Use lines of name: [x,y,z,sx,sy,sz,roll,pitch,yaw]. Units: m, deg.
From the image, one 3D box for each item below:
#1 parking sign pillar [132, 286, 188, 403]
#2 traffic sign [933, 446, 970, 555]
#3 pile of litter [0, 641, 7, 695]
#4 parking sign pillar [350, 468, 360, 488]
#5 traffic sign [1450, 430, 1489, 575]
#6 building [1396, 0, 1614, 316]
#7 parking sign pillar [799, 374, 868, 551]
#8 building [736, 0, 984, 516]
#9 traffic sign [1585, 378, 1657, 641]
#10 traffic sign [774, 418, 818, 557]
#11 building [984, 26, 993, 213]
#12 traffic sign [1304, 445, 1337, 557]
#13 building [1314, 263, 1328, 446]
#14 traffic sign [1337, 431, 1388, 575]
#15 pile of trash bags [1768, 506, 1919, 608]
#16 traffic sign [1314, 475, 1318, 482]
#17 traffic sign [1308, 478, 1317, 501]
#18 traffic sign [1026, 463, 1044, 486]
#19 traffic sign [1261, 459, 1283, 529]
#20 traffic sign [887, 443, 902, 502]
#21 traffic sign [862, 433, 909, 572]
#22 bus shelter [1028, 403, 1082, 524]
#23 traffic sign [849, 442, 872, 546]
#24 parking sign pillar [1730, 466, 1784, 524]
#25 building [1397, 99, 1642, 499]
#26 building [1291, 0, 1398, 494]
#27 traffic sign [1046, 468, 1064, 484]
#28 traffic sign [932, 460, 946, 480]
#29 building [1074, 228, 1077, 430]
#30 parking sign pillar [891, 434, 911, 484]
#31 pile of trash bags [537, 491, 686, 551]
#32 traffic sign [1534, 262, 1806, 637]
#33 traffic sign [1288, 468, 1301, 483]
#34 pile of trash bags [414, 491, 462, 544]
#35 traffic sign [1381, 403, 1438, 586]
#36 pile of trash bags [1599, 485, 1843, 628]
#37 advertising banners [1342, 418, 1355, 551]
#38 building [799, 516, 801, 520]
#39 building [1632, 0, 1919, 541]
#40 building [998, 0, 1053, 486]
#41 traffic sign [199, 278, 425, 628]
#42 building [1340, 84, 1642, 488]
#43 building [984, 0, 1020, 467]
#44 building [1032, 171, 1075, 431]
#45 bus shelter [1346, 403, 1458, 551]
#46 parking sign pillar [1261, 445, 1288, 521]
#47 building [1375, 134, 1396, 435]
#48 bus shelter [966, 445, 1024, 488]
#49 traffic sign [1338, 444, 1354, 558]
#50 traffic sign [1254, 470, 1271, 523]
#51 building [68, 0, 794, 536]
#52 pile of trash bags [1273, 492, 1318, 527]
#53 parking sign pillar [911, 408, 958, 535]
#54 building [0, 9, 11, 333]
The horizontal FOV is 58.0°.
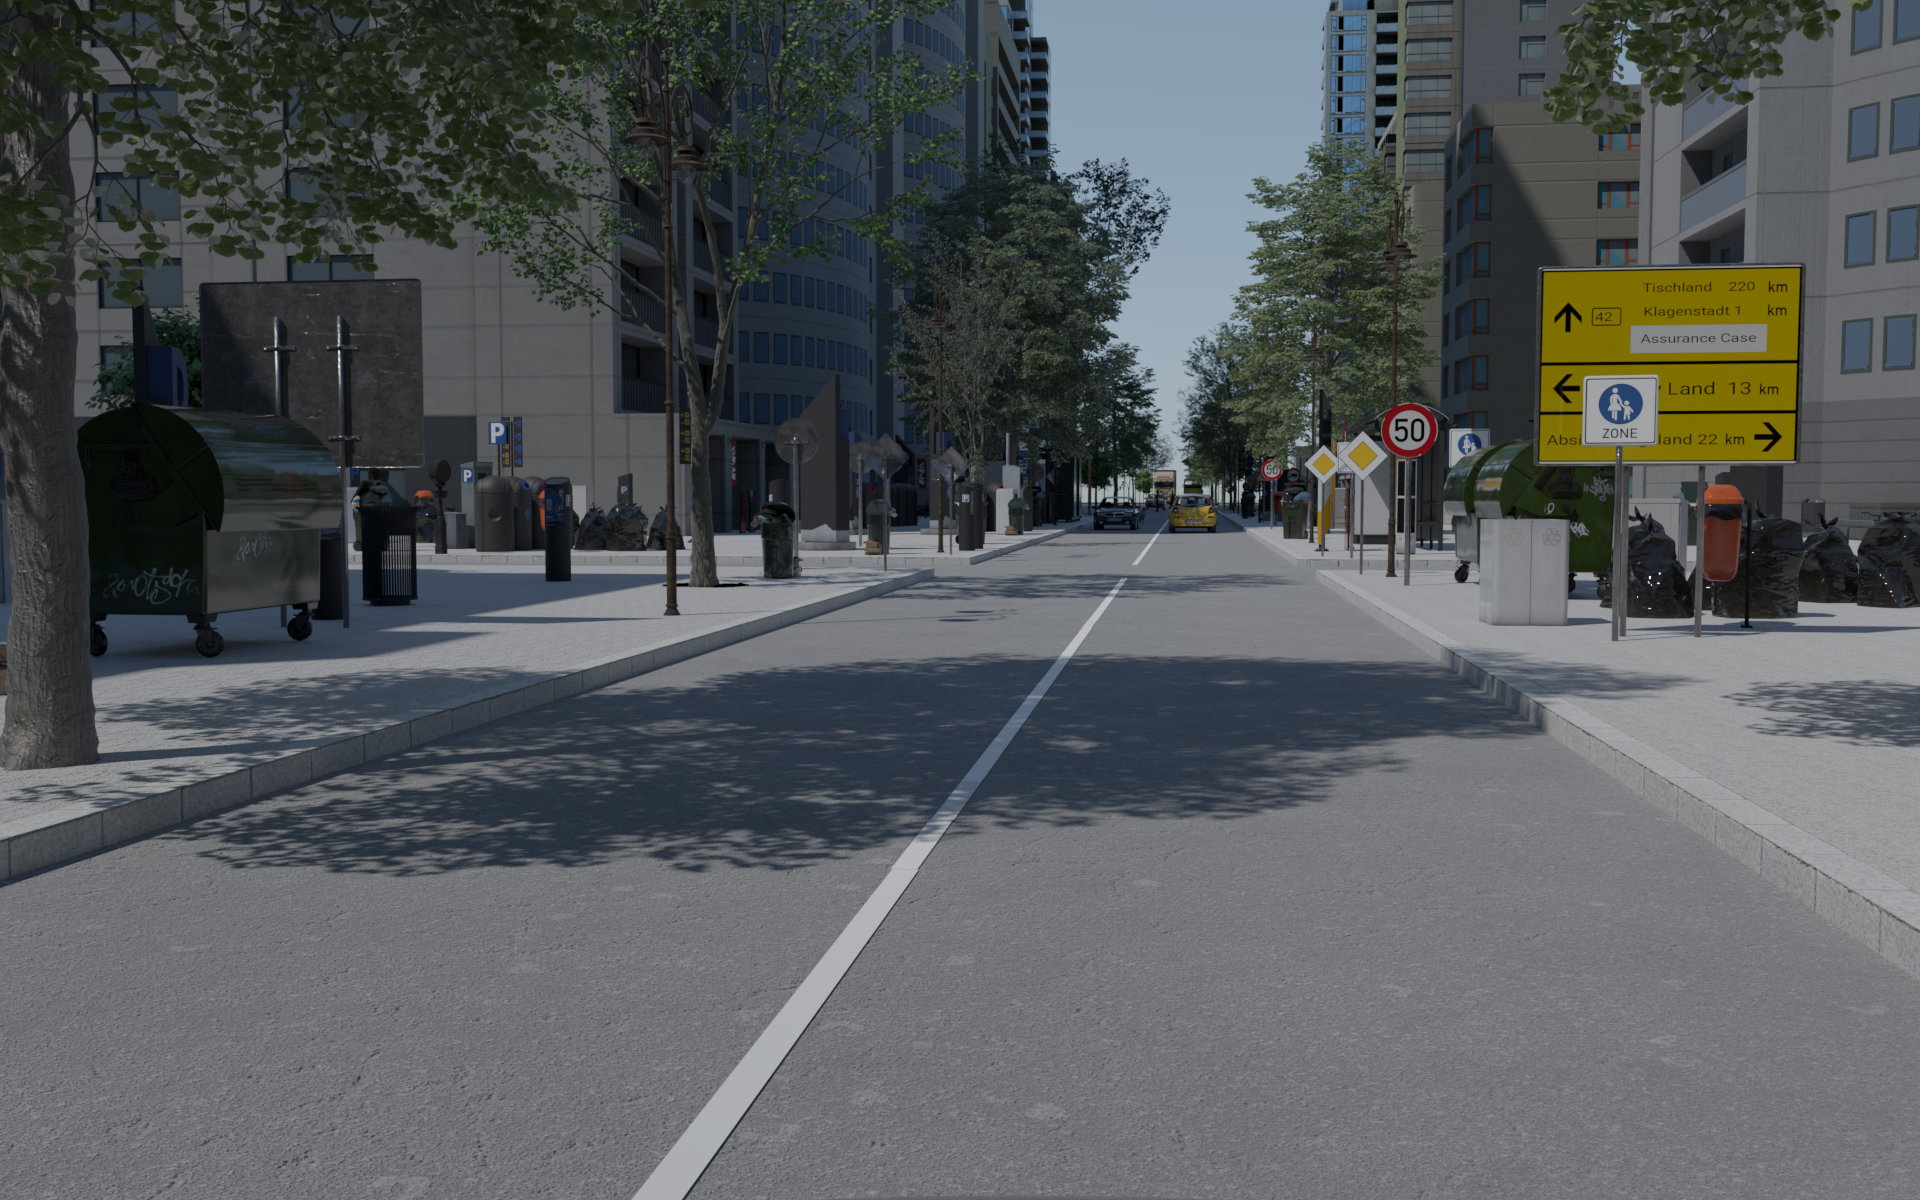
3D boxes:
parking sign pillar: [-10.681,-2.124,23.204,1.447,3.967,1.447,-1,4,-14]
traffic sign: [-0.189,-2.010,36.498,0.795,2.450,0.064,0,4,7]
pile of litter: [-6.491,0.163,11.306,1.176,0.858,1.719,1,4,8]
parking sign pillar: [-37.816,-7.186,105.970,1.447,3.967,1.447,-2,4,-33]
traffic sign: [8.009,-1.538,27.273,0.606,2.300,0.079,1,4,17]
building: [38.774,-27.092,126.541,14.154,41.232,14.086,0,4,7]
parking sign pillar: [-3.098,-3.132,39.685,1.447,3.967,1.447,-3,5,-43]
building: [-10.281,-35.771,126.862,21.231,58.520,28.212,0,4,7]
traffic sign: [5.710,-0.789,15.032,0.606,2.300,0.079,1,4,17]
traffic sign: [-2.755,-1.773,29.090,0.768,2.556,0.104,1,4,11]
building: [-4.964,-28.403,147.983,14.154,41.232,14.086,0,4,7]
traffic sign: [7.437,-1.947,35.477,0.795,2.450,0.064,0,4,7]
building: [64.638,-34.278,252.328,32.217,40.220,23.993,0,4,7]
traffic sign: [6.394,-1.463,27.560,0.795,2.450,0.064,0,4,7]
pile of trash bags: [11.743,-0.651,20.395,3.447,1.369,1.912,0,4,-5]
traffic sign: [15.854,-4.667,76.411,0.768,2.556,0.104,1,4,15]
traffic sign: [17.221,-5.113,83.605,0.884,2.594,0.081,1,4,12]
traffic sign: [3.093,-4.368,71.529,0.768,2.556,0.104,1,4,12]
traffic sign: [11.405,-3.867,63.327,0.768,2.556,0.104,1,4,14]
traffic sign: [-1.720,-2.530,41.469,0.768,2.556,0.104,1,4,16]
traffic sign: [-1.232,-1.525,28.581,0.795,2.450,0.064,0,4,7]
bus shelter: [4.396,-6.171,78.536,2.179,5.291,8.768,0,4,7]
traffic sign: [-2.437,-2.584,42.351,0.768,2.556,0.104,1,4,13]
parking sign pillar: [17.688,-3.057,38.461,1.447,3.967,1.447,-1,4,-11]
building: [38.252,-14.955,89.557,27.650,21.520,28.899,0,4,7]
building: [55.635,-55.764,224.415,22.319,86.520,31.000,0,4,7]
traffic sign: [4.054,-4.452,73.979,0.795,2.450,0.064,1,4,17]
traffic sign: [-0.549,-3.031,51.679,0.606,2.300,0.079,1,4,10]
building: [10.116,-35.179,258.770,14.154,41.232,14.086,0,4,7]
parking sign pillar: [-2.575,-5.459,77.719,1.447,3.967,1.447,-3,4,-38]
pile of trash bags: [-8.013,-1.799,39.159,1.912,1.369,3.447,3,5,42]
traffic sign: [6.288,-1.320,15.448,2.265,3.308,0.079,0,4,8]
traffic sign: [16.063,-5.108,83.616,0.768,2.556,0.104,1,4,13]
pile of trash bags: [-13.677,-2.220,46.048,1.912,1.369,3.447,-3,5,-41]
traffic sign: [6.268,-1.474,24.213,0.768,2.556,0.104,1,4,14]
pile of trash bags: [7.757,-0.506,18.026,1.912,1.369,3.447,1,4,17]
advertising banners: [8.875,-2.654,39.584,0.090,3.025,2.074,0,4,6]
building: [-15.731,-33.809,94.783,21.231,58.520,28.212,0,4,7]
building: [37.580,-31.174,51.692,28.212,58.520,21.231,0,4,7]
building: [1.424,-55.570,221.239,22.319,86.520,31.000,0,4,7]
traffic sign: [-6.201,-1.387,16.554,2.265,3.308,0.079,1,4,9]
building: [51.905,-28.542,158.537,32.217,40.220,23.993,0,4,7]
building: [-5.860,-33.185,166.275,21.300,48.544,21.600,0,4,7]
building: [8.800,-36.341,244.280,14.600,45.320,14.200,0,4,7]
bus shelter: [10.402,-2.900,41.340,2.014,3.302,5.546,0,4,7]
parking sign pillar: [14.972,-5.743,82.368,1.447,3.967,1.447,-2,4,-34]
building: [40.885,-22.587,141.001,14.160,30.474,14.107,0,4,7]
bus shelter: [1.415,-4.799,72.385,2.014,3.302,5.546,0,4,7]
traffic sign: [7.806,-1.978,34.462,0.606,2.300,0.079,1,4,11]
traffic sign: [13.427,-4.680,76.528,0.884,2.594,0.081,1,4,15]
building: [-17.117,-38.147,61.949,20.563,71.187,20.611,0,4,7]
pile of trash bags: [13.732,-3.586,68.375,1.912,1.369,3.447,-3,5,-41]
parking sign pillar: [-0.539,-4.051,54.708,1.447,3.967,1.447,1,4,20]
building: [-55.071,-23.119,69.879,23.993,40.220,32.217,0,4,7]
